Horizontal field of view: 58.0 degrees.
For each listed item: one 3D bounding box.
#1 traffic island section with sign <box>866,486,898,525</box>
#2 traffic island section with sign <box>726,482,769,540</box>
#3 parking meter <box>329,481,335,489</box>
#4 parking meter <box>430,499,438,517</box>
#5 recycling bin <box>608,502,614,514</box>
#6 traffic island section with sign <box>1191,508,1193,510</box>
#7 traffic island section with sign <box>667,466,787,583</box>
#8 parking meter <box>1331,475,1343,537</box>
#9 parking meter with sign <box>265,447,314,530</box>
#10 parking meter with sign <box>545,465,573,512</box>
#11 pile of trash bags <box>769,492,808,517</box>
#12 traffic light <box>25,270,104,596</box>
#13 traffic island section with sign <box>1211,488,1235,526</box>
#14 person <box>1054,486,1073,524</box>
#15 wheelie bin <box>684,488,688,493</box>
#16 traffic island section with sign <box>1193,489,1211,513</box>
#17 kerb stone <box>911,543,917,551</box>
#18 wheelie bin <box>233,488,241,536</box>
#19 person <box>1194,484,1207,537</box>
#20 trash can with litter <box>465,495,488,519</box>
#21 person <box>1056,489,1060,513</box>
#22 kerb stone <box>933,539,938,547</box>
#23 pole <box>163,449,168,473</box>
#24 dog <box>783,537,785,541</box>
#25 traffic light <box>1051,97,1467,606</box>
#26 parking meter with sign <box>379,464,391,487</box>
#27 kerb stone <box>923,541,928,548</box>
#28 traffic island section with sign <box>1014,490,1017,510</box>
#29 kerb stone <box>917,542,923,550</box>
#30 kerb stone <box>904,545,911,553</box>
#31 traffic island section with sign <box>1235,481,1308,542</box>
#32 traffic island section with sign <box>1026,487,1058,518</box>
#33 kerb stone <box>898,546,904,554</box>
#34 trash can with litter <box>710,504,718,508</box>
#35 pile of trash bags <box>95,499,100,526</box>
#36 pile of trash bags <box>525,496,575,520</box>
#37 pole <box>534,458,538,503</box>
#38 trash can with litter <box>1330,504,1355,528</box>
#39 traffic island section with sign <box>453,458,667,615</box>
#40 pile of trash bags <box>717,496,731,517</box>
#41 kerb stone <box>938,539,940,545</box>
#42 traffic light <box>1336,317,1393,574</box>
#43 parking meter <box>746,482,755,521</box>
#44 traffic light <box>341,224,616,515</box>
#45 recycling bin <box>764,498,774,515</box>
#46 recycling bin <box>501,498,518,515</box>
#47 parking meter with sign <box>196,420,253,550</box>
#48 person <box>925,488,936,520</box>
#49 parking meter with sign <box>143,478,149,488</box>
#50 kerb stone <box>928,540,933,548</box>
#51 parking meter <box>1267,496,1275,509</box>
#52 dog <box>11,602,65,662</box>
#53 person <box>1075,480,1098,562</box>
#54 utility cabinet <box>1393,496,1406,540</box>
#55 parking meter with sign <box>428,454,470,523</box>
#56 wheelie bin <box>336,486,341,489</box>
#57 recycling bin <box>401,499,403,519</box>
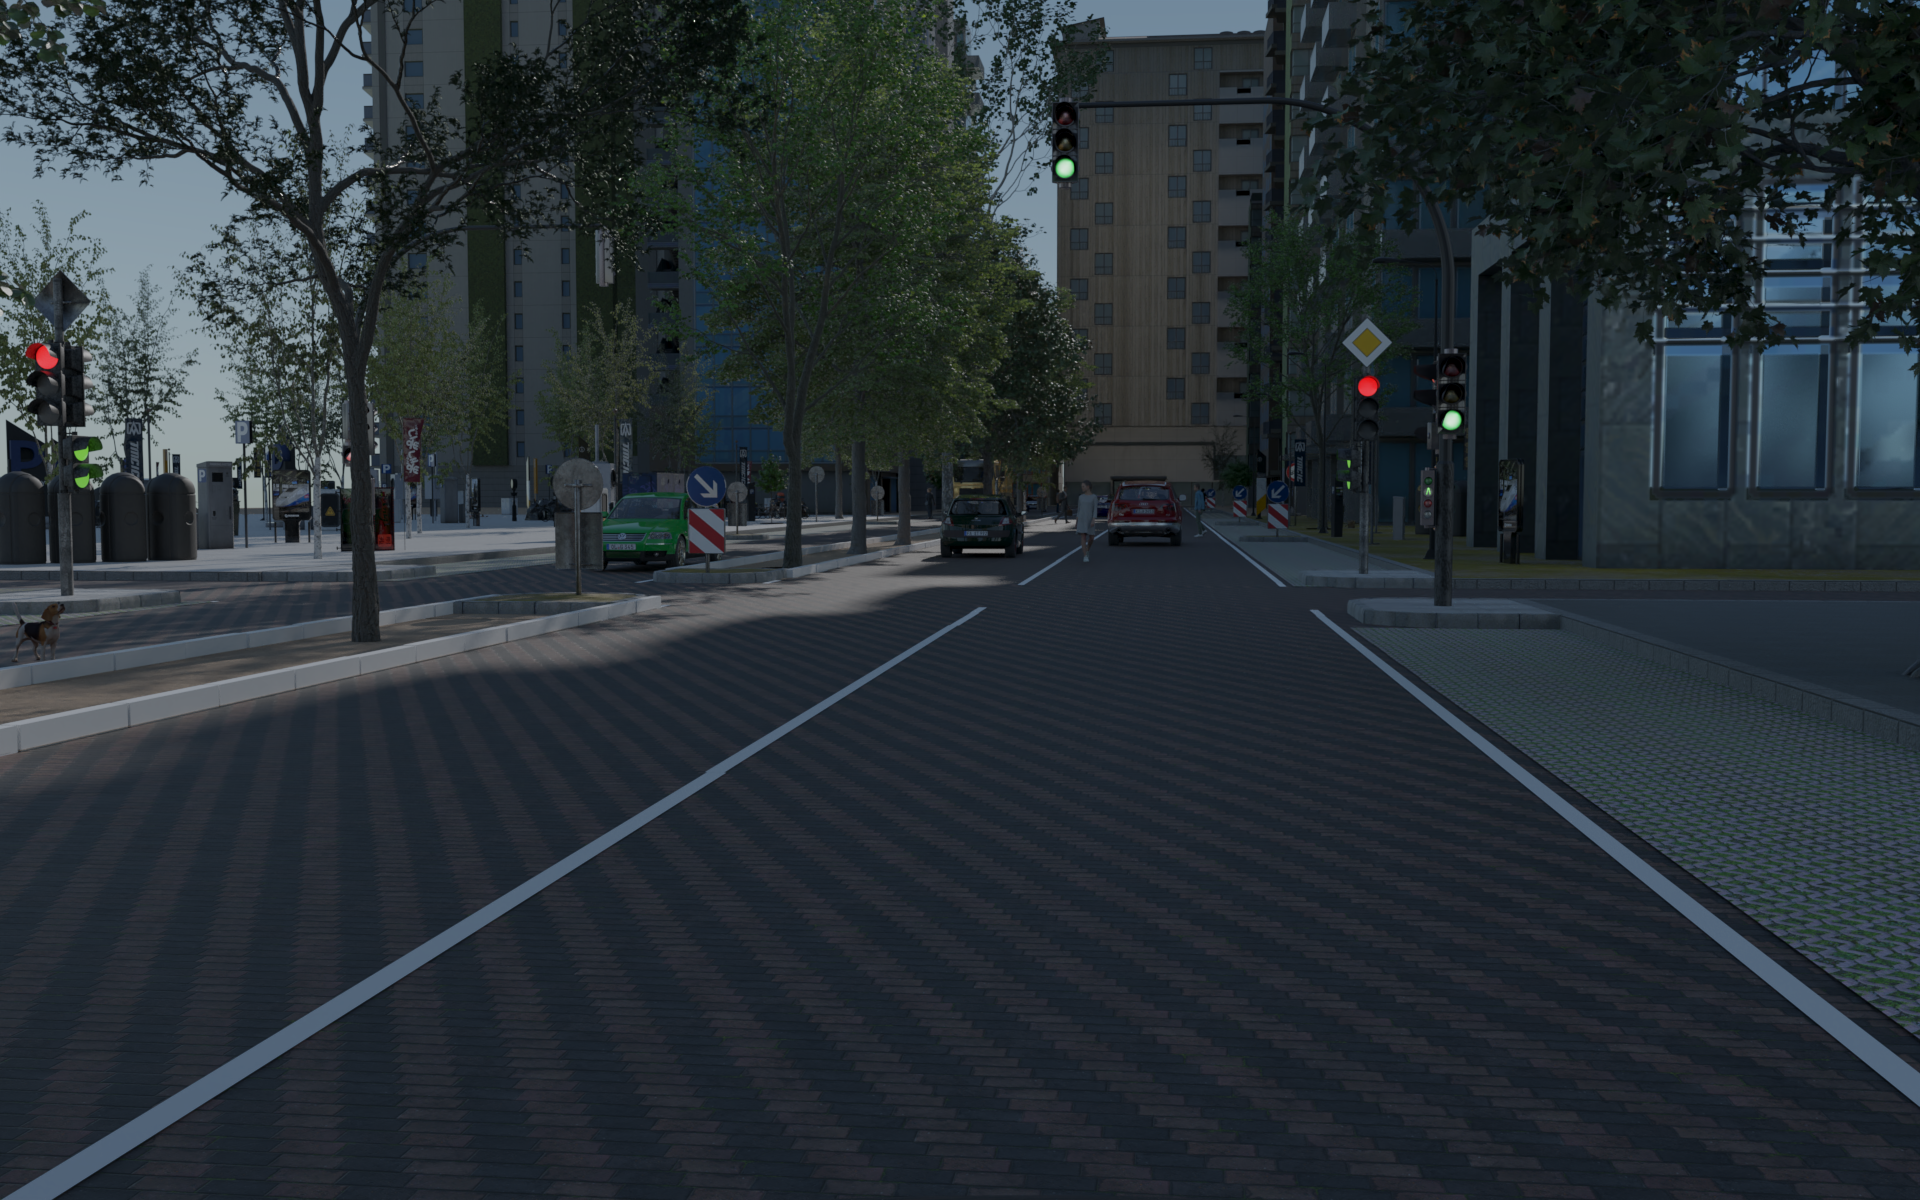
[{"bbox_3d":[-3.895,-4.445,81.308,1.989,1.847,2.006,0,4,7],"label":"traffic island section with sign"},{"bbox_3d":[-7.095,-2.808,54.543,1.989,1.847,2.006,0,4,7],"label":"traffic island section with sign"},{"bbox_3d":[-28.041,-4.383,77.380,0.255,1.863,0.399,-1,4,-17],"label":"parking meter"},{"bbox_3d":[-30.122,-5.709,99.055,0.399,1.863,0.255,0,4,2],"label":"parking meter"},{"bbox_3d":[-20.294,-5.344,99.927,0.722,1.027,0.722,1,4,16],"label":"recycling bin"},{"bbox_3d":[21.752,-8.995,155.703,1.989,1.847,2.006,0,4,7],"label":"traffic island section with sign"},{"bbox_3d":[-4.036,-1.261,28.749,2.006,1.907,1.989,0,4,7],"label":"traffic island section with sign"},{"bbox_3d":[11.246,-2.809,51.638,0.255,1.863,0.399,0,4,-6],"label":"parking meter"},{"bbox_3d":[-23.828,-4.016,61.926,1.738,3.016,0.543,-2,4,-33],"label":"parking meter with sign"},{"bbox_3d":[-23.734,-6.518,102.828,1.738,3.016,0.543,2,4,26],"label":"parking meter with sign"},{"bbox_3d":[-9.704,-5.316,96.666,1.912,1.369,3.447,-1,4,-20],"label":"pile of trash bags"},{"bbox_3d":[-11.272,-2.010,21.778,0.839,4.253,0.868,0,4,7],"label":"traffic light"},{"bbox_3d":[12.627,-4.306,79.030,1.989,1.847,2.006,0,4,7],"label":"traffic island section with sign"},{"bbox_3d":[5.026,-4.635,84.243,0.822,1.834,0.622,1,4,21],"label":"person"},{"bbox_3d":[-13.877,-4.796,86.329,0.980,1.594,0.693,2,4,27],"label":"wheelie bin"},{"bbox_3d":[18.566,-7.358,128.936,1.989,1.847,2.006,0,4,7],"label":"traffic island section with sign"},{"bbox_3d":[-1.269,-1.288,43.249,0.120,0.150,1.000,0,4,7],"label":"kerb stone"},{"bbox_3d":[-22.583,-2.779,53.351,0.980,1.594,0.693,3,5,45],"label":"wheelie bin"},{"bbox_3d":[8.037,-3.005,57.977,0.444,1.785,0.601,2,4,31],"label":"person"},{"bbox_3d":[-26.807,-5.222,96.442,1.678,1.210,2.233,1,4,9],"label":"trash can with litter"},{"bbox_3d":[7.547,-7.600,132.846,0.705,1.814,1.350,0,4,-1],"label":"person"},{"bbox_3d":[-0.784,-1.532,47.313,0.120,0.150,1.000,0,4,7],"label":"kerb stone"},{"bbox_3d":[-35.928,-5.170,78.379,0.158,3.312,0.155,0,3,0],"label":"pole"},{"bbox_3d":[-5.133,-2.004,52.952,0.550,0.427,0.748,0,4,0],"label":"dog"},{"bbox_3d":[3.435,-2.767,19.907,4.771,5.953,1.251,0,4,7],"label":"traffic light"},{"bbox_3d":[-33.740,-6.433,101.447,0.543,3.016,1.738,-2,4,-29],"label":"parking meter with sign"},{"bbox_3d":[-1.038,-1.412,45.280,0.120,0.150,1.000,0,4,7],"label":"kerb stone"},{"bbox_3d":[5.269,-9.149,158.215,1.989,1.847,2.006,0,4,7],"label":"traffic island section with sign"},{"bbox_3d":[-1.151,-1.350,44.264,0.120,0.150,1.000,0,4,7],"label":"kerb stone"},{"bbox_3d":[-1.393,-1.224,42.230,0.120,0.150,1.000,0,4,7],"label":"kerb stone"},{"bbox_3d":[9.433,-2.669,52.264,1.989,1.847,2.006,0,4,7],"label":"traffic island section with sign"},{"bbox_3d":[4.845,-5.824,103.363,2.006,1.907,1.989,0,4,7],"label":"traffic island section with sign"},{"bbox_3d":[-1.515,-1.163,41.215,0.120,0.150,1.000,0,4,7],"label":"kerb stone"},{"bbox_3d":[-9.041,-3.030,60.920,1.055,1.170,0.624,-1,4,-12],"label":"trash can with litter"},{"bbox_3d":[-35.356,-3.653,69.476,1.912,1.369,3.447,1,4,21],"label":"pile of trash bags"},{"bbox_3d":[-19.841,-4.629,85.435,1.912,1.369,3.447,1,4,21],"label":"pile of trash bags"},{"bbox_3d":[-24.263,-6.436,99.074,0.158,3.312,0.155,0,3,0],"label":"pole"},{"bbox_3d":[14.453,-3.293,65.231,1.055,1.170,0.624,1,4,12],"label":"trash can with litter"},{"bbox_3d":[-4.922,-0.811,21.395,2.006,1.907,1.989,0,4,7],"label":"traffic island section with sign"},{"bbox_3d":[-13.470,-5.304,96.480,1.912,1.369,3.447,0,4,-1],"label":"pile of trash bags"},{"bbox_3d":[-0.664,-1.598,48.329,0.120,0.150,1.000,0,4,7],"label":"kerb stone"},{"bbox_3d":[6.468,-2.374,27.730,0.839,4.253,0.868,0,4,7],"label":"traffic light"},{"bbox_3d":[-9.839,-4.629,81.388,0.399,1.863,0.255,-2,4,-28],"label":"parking meter"},{"bbox_3d":[-8.239,-3.353,29.495,4.771,5.953,1.251,0,4,7],"label":"traffic light"},{"bbox_3d":[-11.488,-5.663,105.150,0.722,1.027,0.722,-1,4,-12],"label":"recycling bin"},{"bbox_3d":[-27.794,-5.769,106.880,0.722,1.027,0.722,2,4,30],"label":"recycling bin"},{"bbox_3d":[-17.425,-2.703,40.453,0.543,3.016,1.738,2,4,32],"label":"parking meter with sign"},{"bbox_3d":[-1.664,-5.429,97.690,0.534,1.772,0.576,2,4,27],"label":"person"},{"bbox_3d":[-39.252,-5.343,83.612,1.738,3.016,0.543,-2,4,-23],"label":"parking meter with sign"},{"bbox_3d":[-0.909,-1.474,46.294,0.120,0.150,1.000,0,4,7],"label":"kerb stone"},{"bbox_3d":[15.156,-4.644,84.332,0.372,1.533,0.369,0,3,0],"label":"parking meter"},{"bbox_3d":[-7.863,0.276,14.782,0.540,0.507,0.406,-1,4,-10],"label":"dog"},{"bbox_3d":[2.685,-1.693,36.930,0.466,1.731,0.760,0,4,-6],"label":"person"},{"bbox_3d":[12.452,-2.319,49.083,0.306,1.237,1.020,1,4,17],"label":"utility cabinet"},{"bbox_3d":[-22.434,-4.883,76.094,0.543,3.016,1.738,3,5,43],"label":"parking meter with sign"},{"bbox_3d":[-24.039,-3.614,66.996,0.693,1.594,0.980,-1,4,-10],"label":"wheelie bin"},{"bbox_3d":[-28.738,-4.606,87.865,0.722,1.027,0.722,-3,4,-37],"label":"recycling bin"}]
